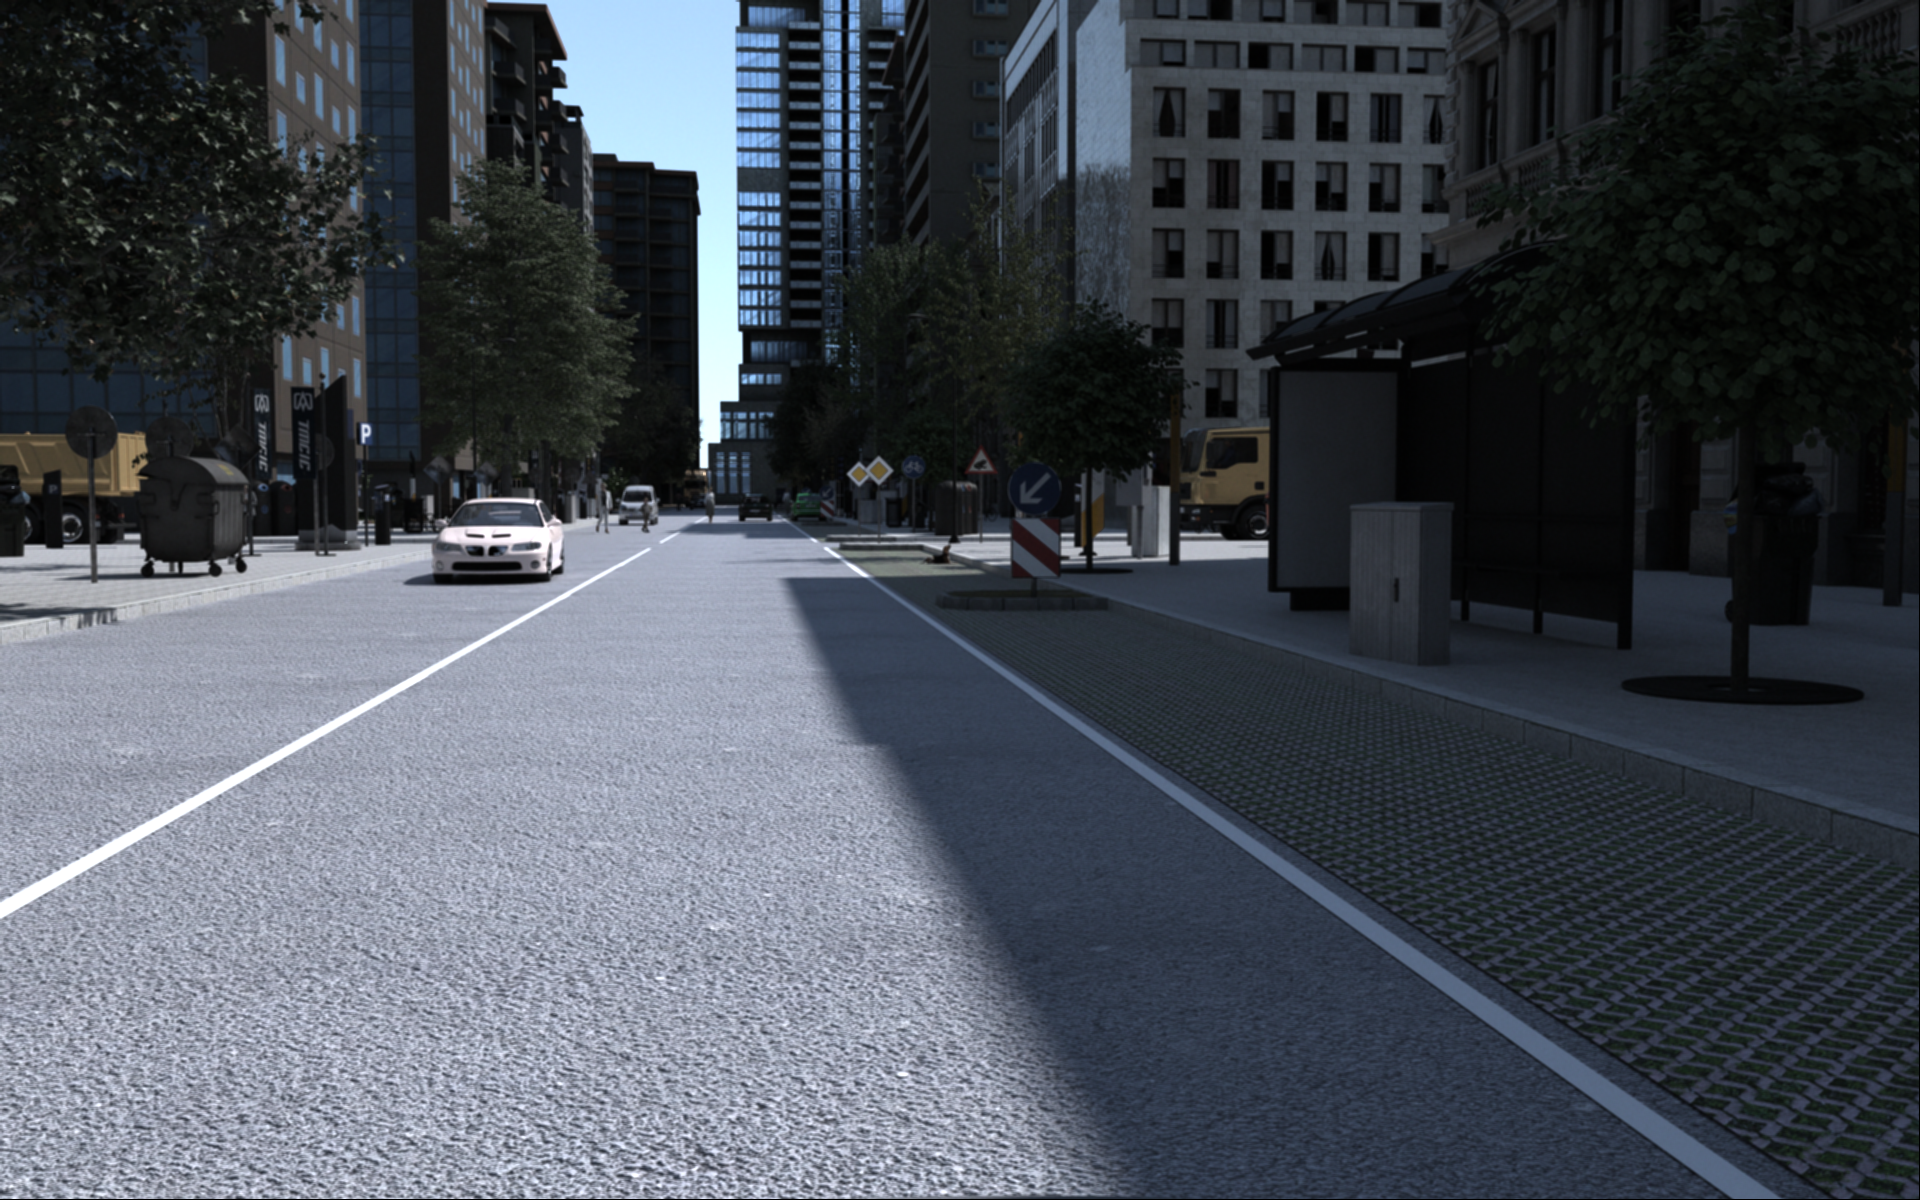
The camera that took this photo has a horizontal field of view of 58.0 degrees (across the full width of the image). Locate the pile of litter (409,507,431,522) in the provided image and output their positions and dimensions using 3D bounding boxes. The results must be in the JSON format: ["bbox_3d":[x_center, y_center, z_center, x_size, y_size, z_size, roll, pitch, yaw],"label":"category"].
[{"bbox_3d":[-24.937,-3.989,79.186,1.719,0.858,1.176,0,4,-2],"label":"pile of litter"}]

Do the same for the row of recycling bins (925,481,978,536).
[{"bbox_3d":[-0.135,-2.892,54.403,1.069,1.692,3.534,1,4,11],"label":"row of recycling bins"}]

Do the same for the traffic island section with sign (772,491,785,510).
[{"bbox_3d":[-18.725,-10.517,180.577,1.989,1.847,2.006,0,4,-7],"label":"traffic island section with sign"}]

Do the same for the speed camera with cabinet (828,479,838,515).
[{"bbox_3d":[-7.644,-6.769,105.001,0.660,3.252,2.038,0,4,1],"label":"speed camera with cabinet"}]

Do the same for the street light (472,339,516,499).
[{"bbox_3d":[-13.974,-4.850,51.835,1.470,5.913,1.316,0,4,-7],"label":"street light"}]

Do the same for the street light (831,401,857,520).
[{"bbox_3d":[-5.714,-6.943,86.067,1.470,5.913,1.316,0,4,-7],"label":"street light"}]

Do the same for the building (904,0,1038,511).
[{"bbox_3d":[7.044,-31.652,141.211,21.300,48.544,21.600,0,4,-7],"label":"building"}]

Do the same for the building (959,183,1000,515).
[{"bbox_3d":[7.339,-17.925,112.162,14.460,24.649,34.723,0,4,-7],"label":"building"}]

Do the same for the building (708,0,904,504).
[{"bbox_3d":[-17.625,-55.997,228.214,31.000,86.520,22.319,0,4,-7],"label":"building"}]

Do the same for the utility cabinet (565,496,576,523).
[{"bbox_3d":[-17.084,-3.963,75.961,0.306,1.237,1.020,0,4,-2],"label":"utility cabinet"}]

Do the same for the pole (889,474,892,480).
[{"bbox_3d":[-3.697,-5.977,91.571,0.158,3.312,0.155,0,3,0],"label":"pole"}]

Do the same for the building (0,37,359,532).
[{"bbox_3d":[-30.605,-25.250,62.953,14.600,45.320,14.200,0,4,-7],"label":"building"}]

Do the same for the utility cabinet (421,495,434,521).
[{"bbox_3d":[-24.997,-4.289,81.283,0.306,1.237,1.020,0,4,0],"label":"utility cabinet"}]

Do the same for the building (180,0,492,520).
[{"bbox_3d":[-36.331,-27.707,103.120,14.600,45.320,14.200,0,4,-7],"label":"building"}]

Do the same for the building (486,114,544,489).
[{"bbox_3d":[-39.521,-22.000,131.406,14.160,30.474,14.107,0,4,-7],"label":"building"}]

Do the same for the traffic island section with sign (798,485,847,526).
[{"bbox_3d":[-6.136,-4.242,77.977,1.989,1.847,2.006,0,4,-7],"label":"traffic island section with sign"}]

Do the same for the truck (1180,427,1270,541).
[{"bbox_3d":[10.494,-3.354,50.758,9.791,3.379,3.469,0,4,-6],"label":"truck"}]

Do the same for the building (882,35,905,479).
[{"bbox_3d":[3.975,-31.322,166.745,22.147,44.769,28.867,0,4,-7],"label":"building"}]

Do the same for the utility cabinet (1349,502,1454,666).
[{"bbox_3d":[3.391,-0.137,13.401,0.306,1.237,1.020,-1,4,-18],"label":"utility cabinet"}]

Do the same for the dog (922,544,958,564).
[{"bbox_3d":[-0.435,-0.936,35.491,0.748,0.427,0.550,3,5,43],"label":"dog"}]

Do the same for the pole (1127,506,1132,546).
[{"bbox_3d":[4.265,-3.003,42.947,0.158,3.312,0.155,0,3,0],"label":"pole"}]

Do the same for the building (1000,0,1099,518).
[{"bbox_3d":[9.347,-16.324,84.923,12.078,24.808,19.932,0,4,-7],"label":"building"}]

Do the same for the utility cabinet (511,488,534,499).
[{"bbox_3d":[-15.462,-3.185,60.746,1.173,1.500,0.318,2,4,28],"label":"utility cabinet"}]

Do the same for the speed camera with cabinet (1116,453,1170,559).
[{"bbox_3d":[3.710,-2.484,34.955,0.660,3.252,2.038,1,4,23],"label":"speed camera with cabinet"}]

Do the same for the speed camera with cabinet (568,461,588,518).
[{"bbox_3d":[-20.354,-5.982,92.147,0.660,3.252,2.038,-2,4,-26],"label":"speed camera with cabinet"}]

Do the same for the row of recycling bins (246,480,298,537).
[{"bbox_3d":[-21.093,-2.795,52.817,1.069,1.692,3.534,2,4,28],"label":"row of recycling bins"}]

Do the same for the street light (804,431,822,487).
[{"bbox_3d":[-10.711,-9.439,126.871,1.470,5.913,1.316,0,4,-7],"label":"street light"}]

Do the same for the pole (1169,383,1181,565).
[{"bbox_3d":[3.873,-2.283,31.169,0.158,3.312,0.155,0,3,0],"label":"pole"}]

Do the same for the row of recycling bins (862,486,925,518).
[{"bbox_3d":[-3.525,-5.290,93.600,3.534,1.692,1.069,-1,4,-13],"label":"row of recycling bins"}]

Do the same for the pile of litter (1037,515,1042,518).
[{"bbox_3d":[2.960,-3.453,70.420,1.176,0.858,1.719,-1,4,-19],"label":"pile of litter"}]

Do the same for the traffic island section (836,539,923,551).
[{"bbox_3d":[-2.076,-1.383,44.896,2.009,0.180,2.903,0,4,-7],"label":"traffic island section"}]

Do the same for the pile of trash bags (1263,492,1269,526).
[{"bbox_3d":[8.939,-2.058,43.409,3.447,1.369,1.912,-3,4,-36],"label":"pile of trash bags"}]

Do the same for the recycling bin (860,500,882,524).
[{"bbox_3d":[-3.863,-3.817,74.962,0.722,1.027,0.722,3,4,38],"label":"recycling bin"}]

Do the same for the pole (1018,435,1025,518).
[{"bbox_3d":[1.578,-3.077,44.159,0.158,3.312,0.155,0,3,0],"label":"pole"}]

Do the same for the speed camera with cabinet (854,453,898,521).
[{"bbox_3d":[-4.008,-5.417,82.902,2.038,3.252,0.660,0,4,4],"label":"speed camera with cabinet"}]

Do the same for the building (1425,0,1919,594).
[{"bbox_3d":[16.265,-12.184,28.095,11.050,23.489,19.941,0,4,-7],"label":"building"}]

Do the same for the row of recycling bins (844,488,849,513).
[{"bbox_3d":[-7.889,-6.852,119.149,1.069,1.692,3.534,1,4,21],"label":"row of recycling bins"}]

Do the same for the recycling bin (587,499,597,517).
[{"bbox_3d":[-20.672,-5.161,96.931,0.722,1.027,0.722,-3,5,-44],"label":"recycling bin"}]

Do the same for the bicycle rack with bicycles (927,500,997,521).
[{"bbox_3d":[-0.050,-4.162,81.424,2.852,0.926,2.925,-3,5,-40],"label":"bicycle rack with bicycles"}]

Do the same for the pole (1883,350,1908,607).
[{"bbox_3d":[10.673,-1.583,19.723,0.158,3.312,0.155,0,3,0],"label":"pole"}]

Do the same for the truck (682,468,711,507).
[{"bbox_3d":[-28.699,-12.258,189.337,2.839,4.237,11.283,0,4,-5],"label":"truck"}]

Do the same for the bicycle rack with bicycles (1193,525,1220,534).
[{"bbox_3d":[8.837,-2.631,56.393,2.925,0.926,2.852,-2,4,-27],"label":"bicycle rack with bicycles"}]

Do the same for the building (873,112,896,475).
[{"bbox_3d":[-2.589,-30.951,189.641,14.154,41.232,14.086,0,4,-7],"label":"building"}]

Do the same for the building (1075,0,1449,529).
[{"bbox_3d":[13.779,-13.034,67.865,16.860,20.320,10.420,0,4,-7],"label":"building"}]

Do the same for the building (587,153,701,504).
[{"bbox_3d":[-48.320,-34.898,225.206,28.867,44.769,22.147,0,4,-7],"label":"building"}]

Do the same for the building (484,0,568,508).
[{"bbox_3d":[-46.381,-30.458,152.605,22.147,44.769,28.867,0,4,-7],"label":"building"}]

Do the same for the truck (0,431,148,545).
[{"bbox_3d":[-26.923,-3.042,45.668,9.791,3.379,3.469,0,4,-8],"label":"truck"}]

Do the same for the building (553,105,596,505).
[{"bbox_3d":[-46.178,-30.594,183.813,14.086,41.232,14.154,0,4,-7],"label":"building"}]

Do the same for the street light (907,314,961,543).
[{"bbox_3d":[-0.681,-4.428,44.940,1.470,5.913,1.316,0,4,-7],"label":"street light"}]

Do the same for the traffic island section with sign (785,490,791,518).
[{"bbox_3d":[-9.423,-5.878,104.733,1.989,1.847,2.006,0,4,-7],"label":"traffic island section with sign"}]

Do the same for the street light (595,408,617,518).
[{"bbox_3d":[-18.927,-7.373,93.092,1.470,5.913,1.316,0,4,-7],"label":"street light"}]

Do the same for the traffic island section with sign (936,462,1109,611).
[{"bbox_3d":[0.723,-0.822,22.060,1.989,1.847,2.006,0,4,-7],"label":"traffic island section with sign"}]

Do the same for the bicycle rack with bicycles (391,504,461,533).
[{"bbox_3d":[-17.902,-2.802,59.191,2.852,0.926,2.925,1,4,23],"label":"bicycle rack with bicycles"}]

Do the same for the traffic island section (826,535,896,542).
[{"bbox_3d":[-3.048,-1.868,52.822,2.009,0.180,2.903,0,4,-7],"label":"traffic island section"}]
